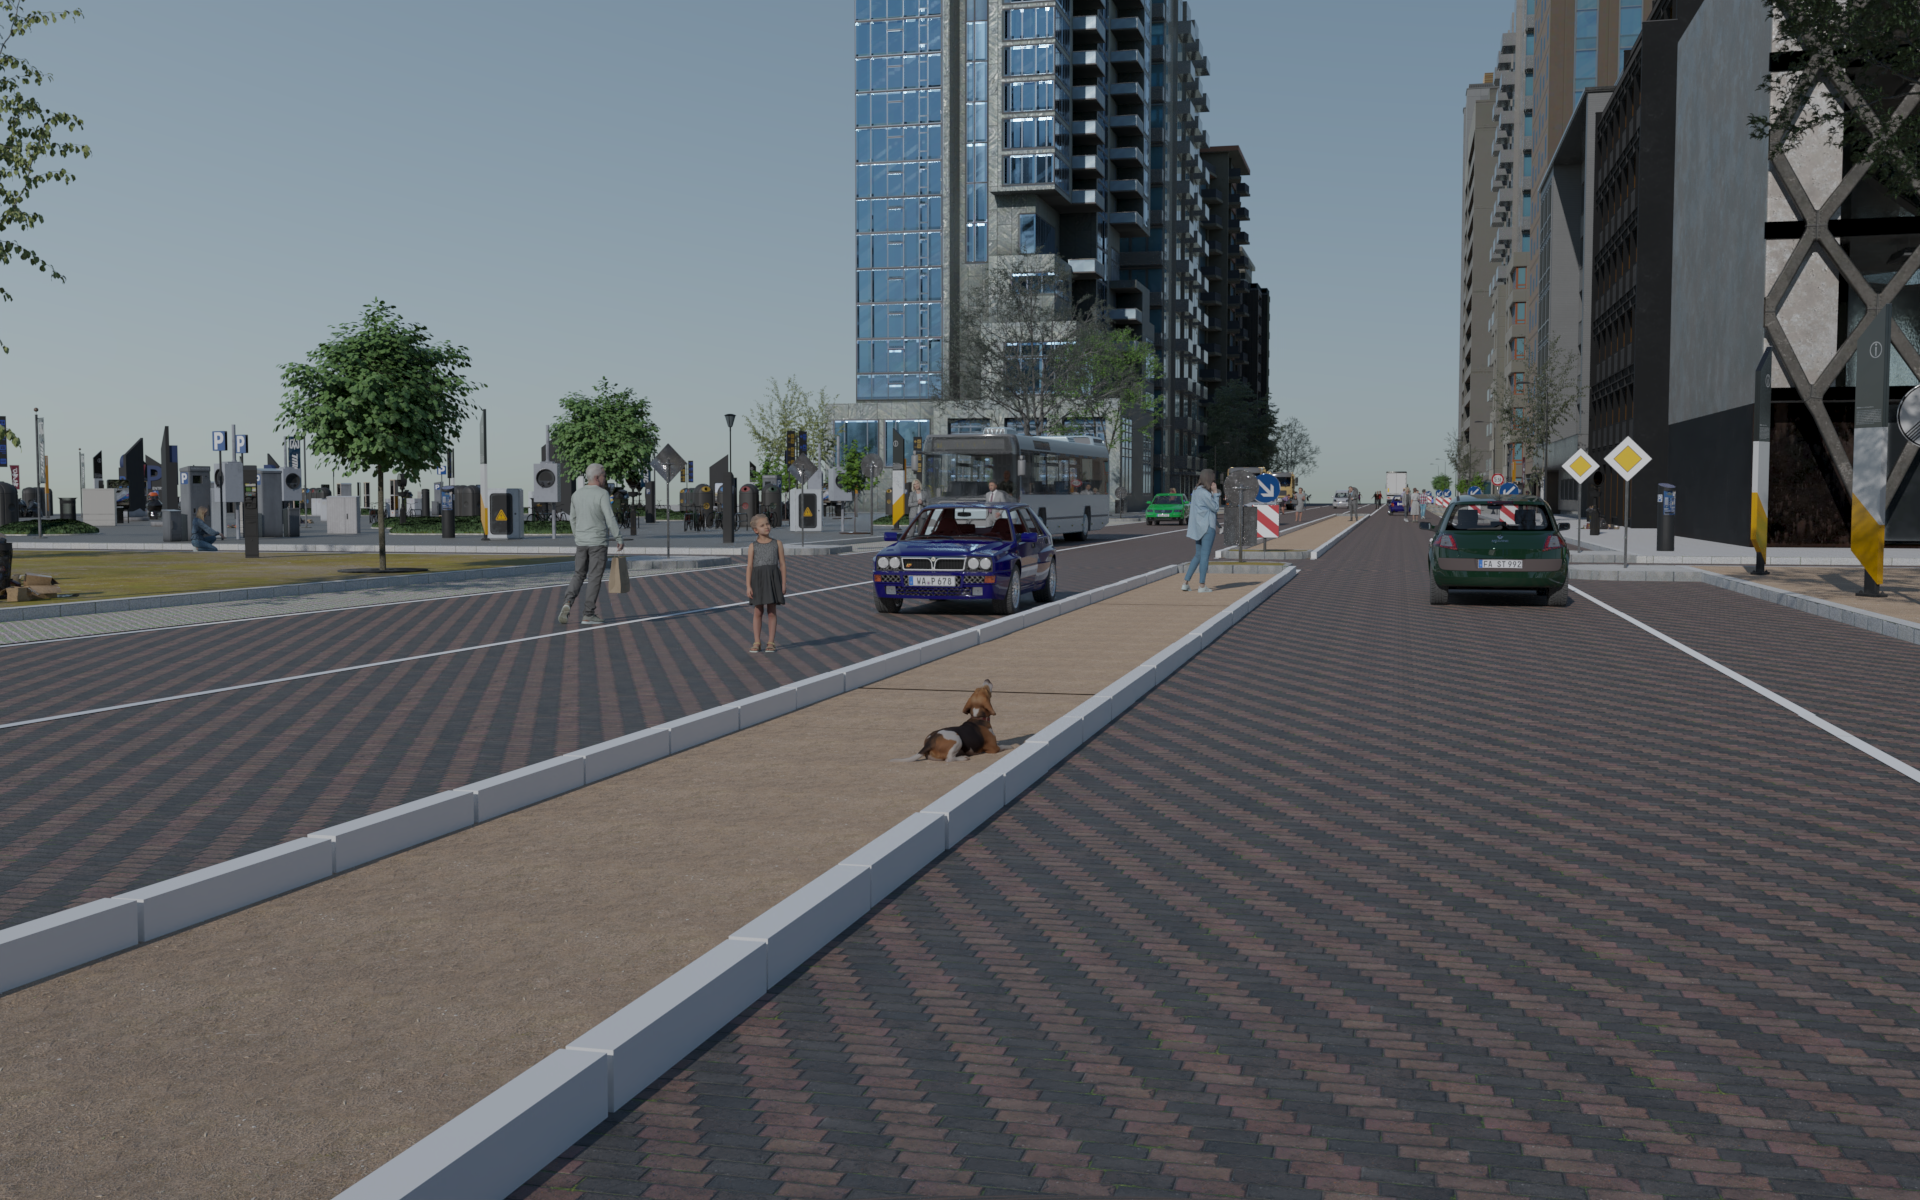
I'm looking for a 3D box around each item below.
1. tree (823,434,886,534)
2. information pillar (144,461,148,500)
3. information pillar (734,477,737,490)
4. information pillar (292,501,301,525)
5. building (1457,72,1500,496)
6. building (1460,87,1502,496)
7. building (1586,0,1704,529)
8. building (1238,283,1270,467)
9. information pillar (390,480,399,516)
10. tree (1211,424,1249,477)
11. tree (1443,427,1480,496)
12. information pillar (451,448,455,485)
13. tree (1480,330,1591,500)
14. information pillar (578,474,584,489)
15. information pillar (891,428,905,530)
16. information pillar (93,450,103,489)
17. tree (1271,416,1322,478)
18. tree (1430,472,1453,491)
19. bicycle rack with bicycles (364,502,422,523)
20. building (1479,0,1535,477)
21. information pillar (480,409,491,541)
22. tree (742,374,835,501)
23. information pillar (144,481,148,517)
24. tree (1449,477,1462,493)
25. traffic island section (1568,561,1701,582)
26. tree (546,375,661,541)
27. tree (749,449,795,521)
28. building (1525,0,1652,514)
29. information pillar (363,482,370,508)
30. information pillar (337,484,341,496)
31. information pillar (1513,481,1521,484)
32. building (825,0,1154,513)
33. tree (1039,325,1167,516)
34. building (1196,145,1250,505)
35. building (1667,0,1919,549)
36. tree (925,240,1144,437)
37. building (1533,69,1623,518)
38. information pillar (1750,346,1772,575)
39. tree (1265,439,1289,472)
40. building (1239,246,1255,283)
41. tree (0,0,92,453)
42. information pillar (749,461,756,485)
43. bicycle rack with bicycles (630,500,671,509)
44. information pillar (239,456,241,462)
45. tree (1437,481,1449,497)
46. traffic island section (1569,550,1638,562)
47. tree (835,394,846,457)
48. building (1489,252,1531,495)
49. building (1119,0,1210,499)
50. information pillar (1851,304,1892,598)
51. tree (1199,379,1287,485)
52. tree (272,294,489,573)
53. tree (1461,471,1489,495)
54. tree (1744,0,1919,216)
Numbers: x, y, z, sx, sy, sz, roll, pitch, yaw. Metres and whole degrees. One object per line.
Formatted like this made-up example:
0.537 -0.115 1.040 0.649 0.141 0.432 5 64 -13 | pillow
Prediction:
-3.456 -3.726 55.525 1.663 3.219 1.824 0 3 0 | tree
-53.603 -7.492 113.850 0.183 3.616 0.504 1 4 14 | information pillar
-9.987 -4.380 76.101 0.304 2.012 0.304 1 4 22 | information pillar
-26.631 -3.964 69.302 0.304 2.012 0.304 2 4 30 | information pillar
82.286 -43.122 247.038 21.231 58.520 28.212 1 4 14 | building
70.252 -35.334 201.420 21.300 48.544 21.600 1 4 14 | building
32.889 -14.694 69.929 12.332 23.373 15.834 1 4 14 | building
34.375 -28.343 235.108 14.160 30.474 14.107 1 4 14 | building
-28.680 -5.096 87.812 0.304 2.012 0.304 2 4 24 | information pillar
28.208 -14.042 179.941 4.360 8.622 3.978 0 3 0 | tree
55.143 -14.684 190.438 4.360 8.622 3.978 0 3 0 | tree
-25.952 -5.948 88.608 0.183 3.616 0.504 -2 4 -31 | information pillar
25.805 -7.765 77.326 4.360 8.622 3.978 0 3 0 | tree
-17.711 -5.483 81.007 0.183 3.616 0.504 -3 5 -41 | information pillar
-2.173 -4.265 61.088 0.504 3.616 0.183 2 4 35 | information pillar
-45.913 -6.174 92.298 0.183 3.616 0.504 2 4 33 | information pillar
51.327 -21.986 269.834 12.009 13.543 11.850 0 3 0 | tree
71.149 -16.634 255.677 4.285 4.588 4.351 0 3 0 | tree
-25.068 -3.855 76.413 2.852 0.926 2.925 0 4 -1 | bicycle rack with bicycles
61.881 -33.240 163.090 23.786 49.044 30.456 1 4 14 | building
-13.148 -3.455 47.836 0.183 3.616 0.504 -2 4 -28 | information pillar
-10.846 -9.489 105.514 4.737 8.622 4.395 0 3 0 | tree
-46.492 -5.756 98.597 0.304 2.012 0.304 2 4 26 | information pillar
51.845 -11.248 178.503 1.663 3.219 1.824 0 3 0 | tree
11.538 -0.472 29.993 2.009 0.180 2.903 1 4 14 | traffic island section
-9.809 -3.935 48.052 4.285 4.588 4.351 0 3 0 | tree
-8.315 -4.890 74.548 1.663 3.219 1.824 0 3 0 | tree
45.494 -28.399 114.435 14.600 45.320 14.200 1 4 14 | building
-36.910 -6.317 107.780 0.304 2.012 0.304 -3 5 -42 | information pillar
-43.301 -7.121 120.920 0.304 2.012 0.304 0 4 4 | information pillar
31.116 -5.648 96.838 0.304 2.012 0.304 -3 4 -39 | information pillar
3.759 -50.113 132.024 22.319 86.520 31.000 1 4 14 | building
8.578 -10.866 103.419 9.928 11.665 9.643 0 3 0 | tree
24.103 -34.276 215.029 22.147 44.769 28.867 1 4 14 | building
28.342 -10.797 43.988 16.811 18.784 16.820 1 4 14 | building
3.584 -10.588 83.485 12.009 13.543 11.850 0 3 0 | tree
39.462 -16.753 92.971 14.314 24.678 30.058 1 4 14 | building
12.668 -2.203 27.377 0.183 3.616 0.504 3 5 44 | information pillar
40.215 -16.715 223.653 4.737 8.622 4.395 0 3 0 | tree
30.029 -34.474 255.533 32.217 40.220 23.993 1 4 14 | building
-11.642 -4.211 19.207 4.737 8.622 4.395 0 3 0 | tree
-14.539 -7.960 121.501 0.504 3.616 0.183 -1 4 -22 | information pillar
-19.362 -5.728 107.039 2.852 0.926 2.925 3 5 44 | bicycle rack with bicycles
-44.224 -7.051 106.633 0.183 3.616 0.504 -3 4 -37 | information pillar
68.205 -15.329 245.230 1.663 3.219 1.824 0 3 0 | tree
13.499 -0.945 37.735 2.009 0.180 2.903 1 4 14 | traffic island section
-9.851 -10.259 118.098 4.737 8.622 4.395 0 3 0 | tree
56.429 -17.709 134.588 27.650 21.520 28.899 1 4 14 | building
11.536 -33.298 164.031 23.786 49.044 30.456 1 4 14 | building
11.366 -1.850 21.603 0.183 3.616 0.504 -1 4 -13 | information pillar
30.622 -17.231 188.384 9.857 13.997 8.962 0 3 0 | tree
-9.499 -2.748 28.642 4.285 4.588 4.351 0 3 0 | tree
40.467 -8.591 135.066 1.663 3.219 1.824 0 3 0 | tree
10.439 -4.882 14.235 7.601 10.594 8.767 -3 5 -43 | tree
